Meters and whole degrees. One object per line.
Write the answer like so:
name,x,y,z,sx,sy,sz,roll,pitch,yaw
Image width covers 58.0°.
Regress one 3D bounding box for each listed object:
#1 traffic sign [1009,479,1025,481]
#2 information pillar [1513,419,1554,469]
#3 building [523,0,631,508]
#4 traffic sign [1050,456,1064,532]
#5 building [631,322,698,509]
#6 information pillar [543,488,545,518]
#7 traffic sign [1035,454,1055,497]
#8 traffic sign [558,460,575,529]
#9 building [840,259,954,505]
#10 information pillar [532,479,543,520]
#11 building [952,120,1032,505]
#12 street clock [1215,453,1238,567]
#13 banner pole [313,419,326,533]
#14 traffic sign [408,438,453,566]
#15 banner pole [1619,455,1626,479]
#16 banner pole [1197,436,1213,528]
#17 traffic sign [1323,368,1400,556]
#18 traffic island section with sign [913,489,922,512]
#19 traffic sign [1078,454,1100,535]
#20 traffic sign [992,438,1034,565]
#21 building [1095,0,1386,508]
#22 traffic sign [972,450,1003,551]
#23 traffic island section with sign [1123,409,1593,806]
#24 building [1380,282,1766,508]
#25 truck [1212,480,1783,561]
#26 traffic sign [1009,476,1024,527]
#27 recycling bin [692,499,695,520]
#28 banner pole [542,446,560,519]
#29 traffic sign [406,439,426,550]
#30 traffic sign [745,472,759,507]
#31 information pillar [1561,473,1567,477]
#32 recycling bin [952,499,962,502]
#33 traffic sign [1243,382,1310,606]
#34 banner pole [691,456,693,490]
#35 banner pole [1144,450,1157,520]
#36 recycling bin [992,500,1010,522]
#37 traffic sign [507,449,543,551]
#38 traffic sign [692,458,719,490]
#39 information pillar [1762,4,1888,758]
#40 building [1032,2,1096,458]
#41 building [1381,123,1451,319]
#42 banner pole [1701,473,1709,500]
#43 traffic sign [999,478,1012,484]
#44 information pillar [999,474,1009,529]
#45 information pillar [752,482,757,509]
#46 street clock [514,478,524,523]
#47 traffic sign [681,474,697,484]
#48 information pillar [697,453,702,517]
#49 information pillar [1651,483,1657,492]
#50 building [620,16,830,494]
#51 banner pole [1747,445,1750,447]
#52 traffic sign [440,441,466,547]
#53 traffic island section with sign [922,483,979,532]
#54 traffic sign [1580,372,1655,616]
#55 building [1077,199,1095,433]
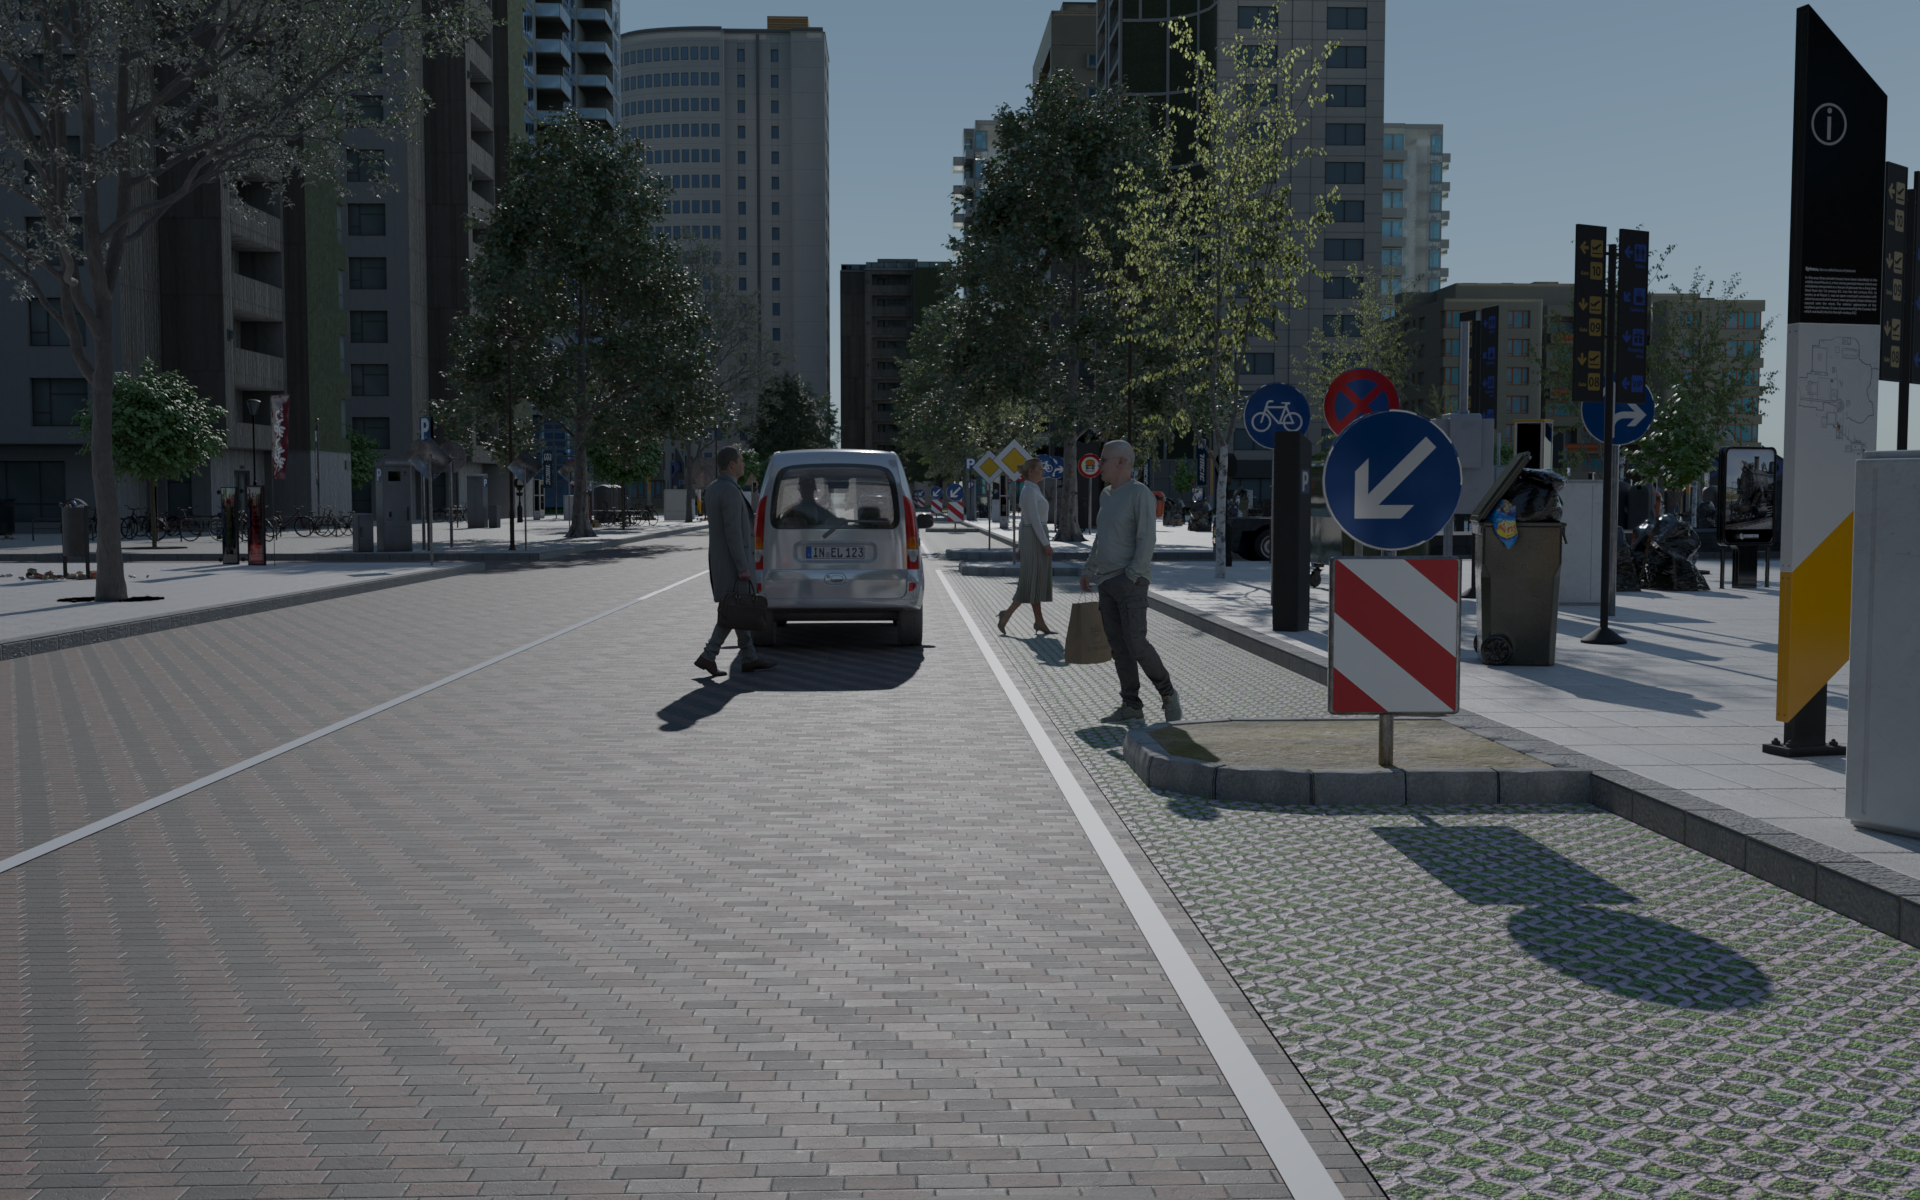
traffic sign,2.202,-4.296,70.241,0.884,2.594,0.081,0,4,4
information pillar,5.674,-0.777,17.192,0.304,2.012,0.304,2,4,35
building,-36.130,-49.803,126.958,22.319,86.520,31.000,0,4,-2
traffic sign,3.202,-3.541,57.998,0.768,2.556,0.104,0,4,7
building,-40.946,-19.547,164.635,28.899,21.520,27.650,0,4,-2
information pillar,-22.040,-5.290,90.986,0.304,2.012,0.304,3,4,38
traffic sign,2.664,-3.383,55.424,0.768,2.556,0.104,0,4,2
traffic sign,-13.138,-3.490,58.239,0.795,2.450,0.064,0,4,4
building,-7.892,-27.152,215.628,14.107,30.474,14.160,0,4,-2
information pillar,-20.824,-4.932,85.135,0.304,2.012,0.304,-1,4,-22
building,14.187,-36.761,220.647,30.456,49.044,23.786,0,4,-2
street clock,4.695,-1.593,30.620,0.358,2.002,0.471,-1,4,-17
banner pole,-21.230,-4.110,57.223,0.401,3.779,0.863,-1,4,-14
traffic sign,-9.457,-1.671,30.958,0.795,2.450,0.064,0,4,-2
banner pole,37.385,-6.613,98.146,0.401,3.779,0.863,-2,4,-28
banner pole,9.247,-4.606,65.320,0.401,3.779,0.863,-3,5,-41
traffic sign,4.055,-1.069,17.578,0.768,2.556,0.104,0,4,4
traffic island section with sign,-1.378,-5.123,92.384,1.989,1.847,2.006,0,4,-2
traffic sign,4.091,-3.325,54.476,0.768,2.556,0.104,0,4,7
traffic sign,0.980,-1.694,31.345,0.795,2.450,0.064,0,4,-2
building,19.590,-42.474,132.699,20.563,71.187,20.611,0,4,-2
traffic sign,0.667,-2.182,39.324,0.795,2.450,0.064,0,4,-2
traffic island section with sign,1.886,-0.015,8.867,1.989,1.847,2.006,0,4,-2
building,56.573,-19.724,167.528,28.899,21.520,27.650,0,4,-2
truck,14.735,-2.799,35.525,18.799,4.110,2.967,0,4,0
traffic sign,2.084,-4.154,67.925,0.884,2.594,0.081,0,4,1
recycling bin,-13.811,-4.571,87.282,0.722,1.027,0.722,-2,4,-29
banner pole,-21.089,-6.075,89.348,0.863,3.779,0.401,-1,4,-18
traffic sign,-12.299,-2.420,39.669,0.768,2.556,0.104,0,4,1
traffic sign,-12.459,-6.337,103.611,0.884,2.594,0.081,0,4,8
information pillar,20.851,-3.400,60.084,0.304,2.012,0.304,3,4,37
recycling bin,-0.041,-6.008,110.789,0.722,1.027,0.722,3,4,39
traffic sign,3.613,-1.207,19.844,0.768,2.556,0.104,0,4,-1
banner pole,-17.330,-7.537,113.243,0.863,3.779,0.401,-3,4,-36
banner pole,9.344,-5.860,85.836,0.863,3.779,0.401,1,4,22
recycling bin,1.868,-4.082,79.296,0.722,1.027,0.722,1,4,12
traffic sign,-9.770,-2.159,38.937,0.795,2.450,0.064,0,4,-2
traffic sign,-13.788,-6.286,96.646,2.265,3.308,0.079,0,4,1
information pillar,4.249,-1.046,8.464,0.504,3.616,0.183,-1,4,-14
building,18.506,-33.350,168.971,21.300,48.544,21.600,0,4,-2
building,45.796,-36.845,222.017,30.456,49.044,23.786,0,4,-2
banner pole,32.980,-5.302,76.703,0.863,3.779,0.401,-3,4,-38
traffic sign,2.588,-5.918,96.867,0.768,2.556,0.104,0,4,0
information pillar,1.638,-3.656,64.270,0.304,2.012,0.304,1,4,12
information pillar,-12.143,-5.984,102.322,0.304,2.012,0.304,-1,4,-13
street clock,-19.781,-4.479,77.803,0.358,2.002,0.471,2,4,33
traffic sign,-14.813,-5.791,94.686,0.884,2.594,0.081,0,4,7
information pillar,-14.798,-6.537,98.236,0.183,3.616,0.504,-2,4,-24
information pillar,30.009,-4.321,75.145,0.304,2.012,0.304,-2,4,-26
building,-30.504,-41.305,217.329,28.212,58.520,21.231,0,4,-2
banner pole,40.616,-6.040,88.767,0.863,3.779,0.401,0,4,3
traffic sign,-12.290,-2.550,41.798,0.768,2.556,0.104,0,4,6
traffic island section with sign,-0.307,-3.454,65.098,1.989,1.847,2.006,0,4,-2
traffic sign,6.857,-1.104,18.154,0.768,2.556,0.104,0,4,1
building,16.538,-23.214,151.244,14.160,30.474,14.107,0,4,-2
